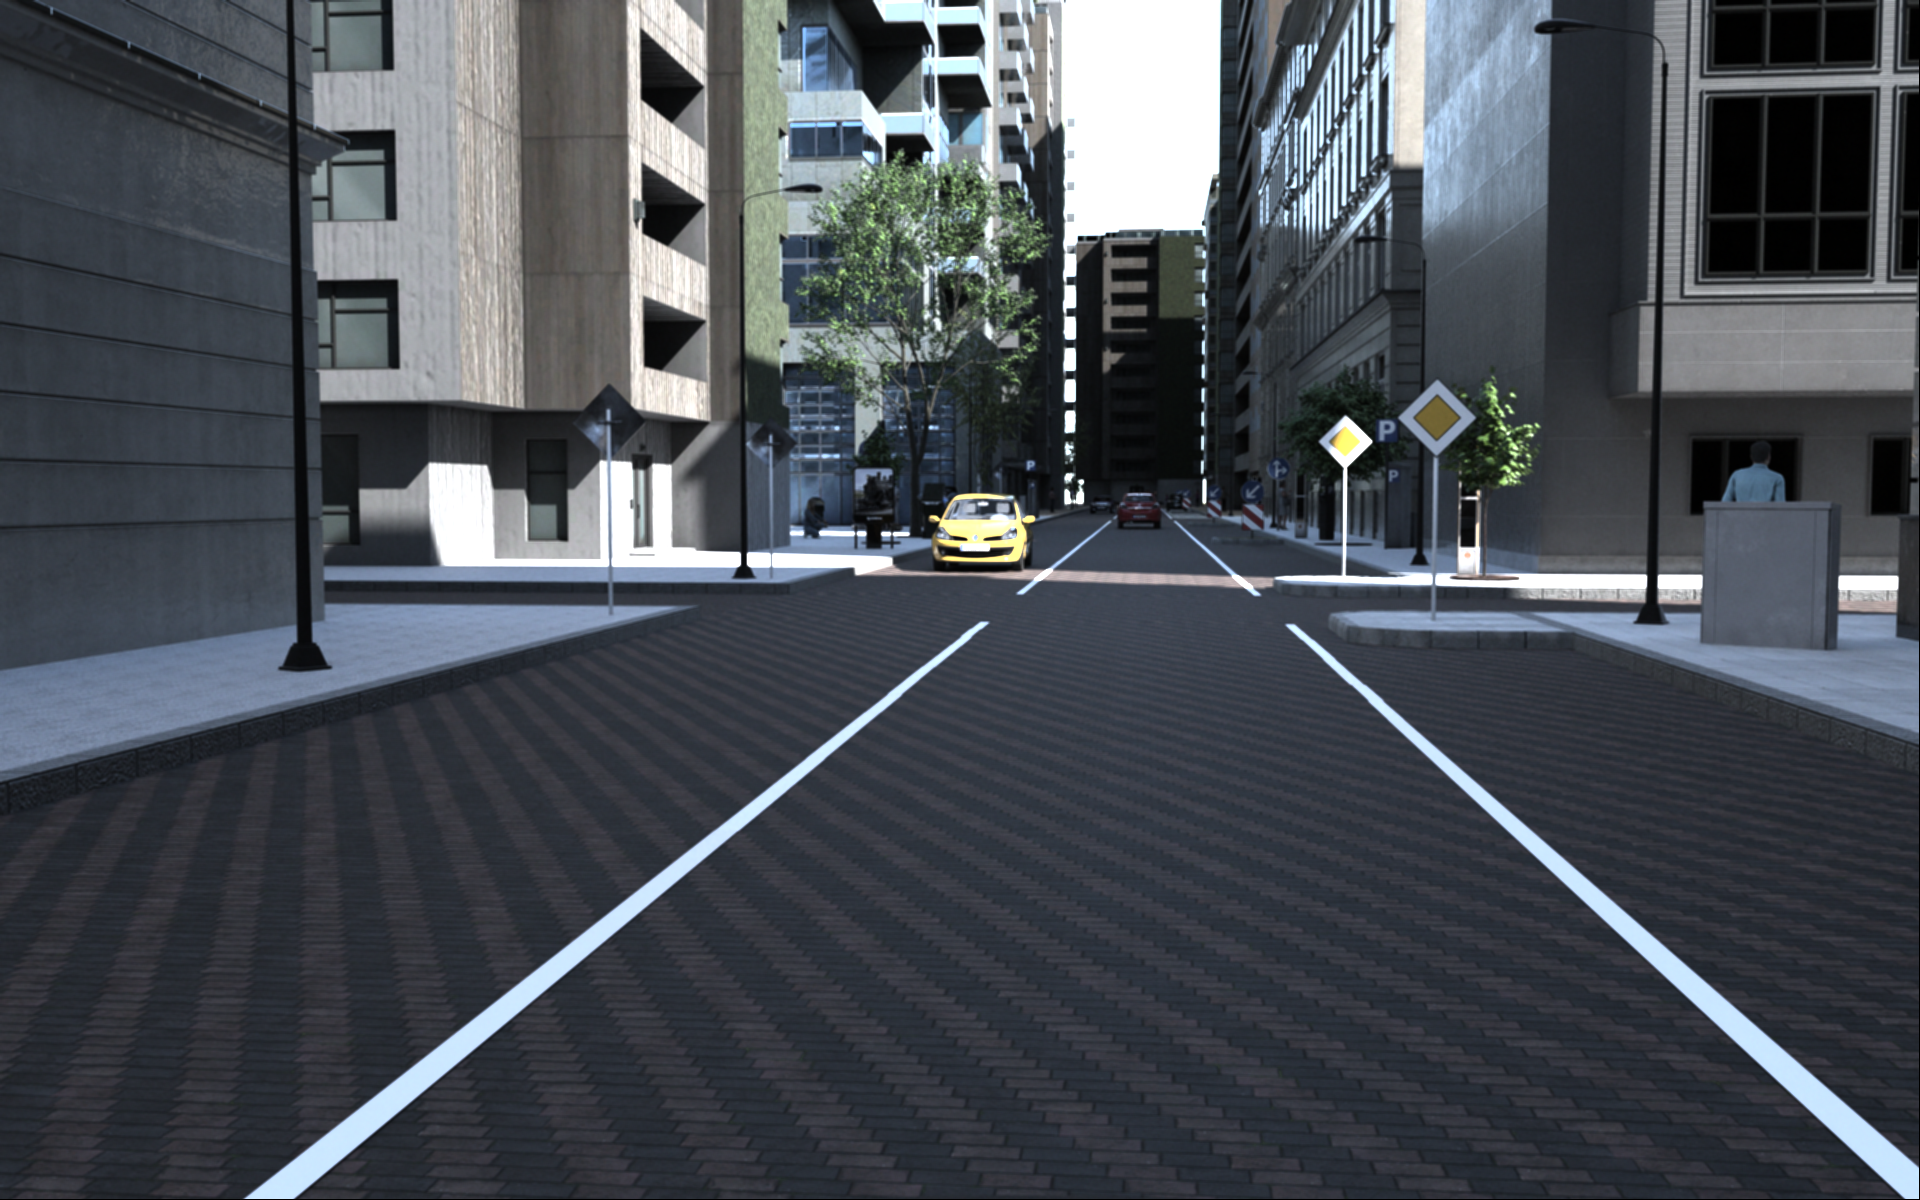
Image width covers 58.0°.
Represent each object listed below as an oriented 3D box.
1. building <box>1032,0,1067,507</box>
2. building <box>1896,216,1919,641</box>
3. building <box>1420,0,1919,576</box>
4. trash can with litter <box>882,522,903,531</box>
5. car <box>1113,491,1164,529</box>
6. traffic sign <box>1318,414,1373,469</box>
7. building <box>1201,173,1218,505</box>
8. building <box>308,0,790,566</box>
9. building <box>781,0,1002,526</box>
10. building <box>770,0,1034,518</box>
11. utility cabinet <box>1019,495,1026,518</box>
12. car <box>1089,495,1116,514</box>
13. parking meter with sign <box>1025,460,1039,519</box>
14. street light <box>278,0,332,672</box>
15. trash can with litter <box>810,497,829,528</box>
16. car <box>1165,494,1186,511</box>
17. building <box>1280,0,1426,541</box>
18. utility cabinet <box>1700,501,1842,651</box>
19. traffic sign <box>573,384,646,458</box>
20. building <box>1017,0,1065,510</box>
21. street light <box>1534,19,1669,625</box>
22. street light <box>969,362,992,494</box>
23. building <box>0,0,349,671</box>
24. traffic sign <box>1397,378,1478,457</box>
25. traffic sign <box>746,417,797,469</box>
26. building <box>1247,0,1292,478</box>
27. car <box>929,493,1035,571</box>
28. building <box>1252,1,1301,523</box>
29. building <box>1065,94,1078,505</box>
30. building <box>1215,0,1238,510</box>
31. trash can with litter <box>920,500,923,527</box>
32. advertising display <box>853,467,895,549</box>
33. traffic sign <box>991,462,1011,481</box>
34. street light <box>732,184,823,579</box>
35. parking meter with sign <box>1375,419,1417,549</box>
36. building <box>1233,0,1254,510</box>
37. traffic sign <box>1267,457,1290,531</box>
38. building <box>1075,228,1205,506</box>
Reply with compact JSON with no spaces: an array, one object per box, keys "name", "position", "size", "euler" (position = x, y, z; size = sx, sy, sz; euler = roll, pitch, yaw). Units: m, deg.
[{"name":"building","position":[-4.014,-38.177,166.200],"size":[28.212,58.520,21.231],"euler":[0,4,6]},{"name":"building","position":[12.731,-12.528,2.094],"size":[12.463,27.353,25.104],"euler":[0,4,6]},{"name":"building","position":[24.625,-12.941,30.654],"size":[30.058,24.678,14.314],"euler":[0,4,6]},{"name":"trash can with litter","position":[-2.396,-2.988,60.236],"size":[1.055,1.170,0.624],"euler":[3,5,43]},{"name":"car","position":[7.572,-3.931,73.304],"size":[2.155,1.783,4.494],"euler":[0,4,5]},{"name":"traffic sign","position":[5.660,-1.420,25.406],"size":[0.795,2.593,0.064],"euler":[0,4,6]},{"name":"building","position":[39.796,-30.931,197.610],"size":[23.993,40.220,32.217],"euler":[0,4,6]},{"name":"building","position":[-11.928,-16.172,36.116],"size":[14.160,30.474,14.107],"euler":[0,4,6]},{"name":"building","position":[-8.662,-47.083,82.473],"size":[22.319,86.520,31.000],"euler":[0,4,6]},{"name":"building","position":[-6.584,-30.476,117.892],"size":[23.786,49.044,30.456],"euler":[0,4,6]},{"name":"utility cabinet","position":[2.952,-4.312,81.655],"size":[0.306,1.237,1.020],"euler":[0,4,5]},{"name":"car","position":[10.596,-7.095,128.582],"size":[1.945,1.354,3.894],"euler":[0,4,8]},{"name":"parking meter with sign","position":[3.805,-5.738,90.082],"size":[0.543,3.016,1.738],"euler":[1,4,11]},{"name":"street light","position":[-4.259,-2.440,12.443],"size":[1.470,5.913,1.316],"euler":[0,4,6]},{"name":"trash can with litter","position":[-5.329,-3.362,66.363],"size":[0.624,1.170,1.055],"euler":[-2,4,-30]},{"name":"car","position":[18.046,-8.211,144.042],"size":[2.009,1.686,4.222],"euler":[0,4,6]},{"name":"building","position":[20.145,-13.809,59.062],"size":[16.112,22.955,30.059],"euler":[0,4,6]},{"name":"utility cabinet","position":[6.827,-0.210,14.600],"size":[1.020,1.237,0.306],"euler":[3,5,42]},{"name":"traffic sign","position":[-3.729,-0.991,18.392],"size":[0.795,2.593,0.064],"euler":[0,4,6]},{"name":"building","position":[1.151,-27.947,140.525],"size":[14.154,41.232,14.086],"euler":[0,4,6]},{"name":"street light","position":[6.321,-2.723,17.064],"size":[1.470,5.913,1.316],"euler":[0,4,6]},{"name":"street light","position":[0.890,-5.387,60.620],"size":[1.470,5.913,1.316],"euler":[0,4,6]},{"name":"building","position":[-28.587,-14.353,11.088],"size":[44.131,29.872,17.030],"euler":[0,4,6]},{"name":"traffic sign","position":[4.815,-0.934,17.465],"size":[0.795,2.593,0.064],"euler":[0,4,6]},{"name":"traffic sign","position":[-2.884,-1.477,26.332],"size":[0.795,2.593,0.064],"euler":[0,4,6]},{"name":"building","position":[25.273,-27.880,105.953],"size":[14.600,45.320,14.200],"euler":[0,4,6]},{"name":"car","position":[0.468,-1.421,33.452],"size":[2.015,1.641,3.980],"euler":[0,4,6]},{"name":"building","position":[21.553,-17.700,86.653],"size":[12.463,27.353,25.104],"euler":[0,4,6]},{"name":"building","position":[-1.820,-35.453,199.267],"size":[30.456,49.044,23.786],"euler":[0,4,6]},{"name":"building","position":[28.214,-28.071,142.553],"size":[14.154,41.232,14.086],"euler":[0,4,6]},{"name":"trash can with litter","position":[-1.634,-3.441,67.648],"size":[0.624,1.170,1.055],"euler":[0,4,0]},{"name":"advertising display","position":[-2.025,-2.167,40.650],"size":[0.974,1.923,0.123],"euler":[0,4,-7]},{"name":"traffic sign","position":[1.627,-4.290,69.881],"size":[0.795,2.593,0.064],"euler":[1,4,9]},{"name":"street light","position":[-2.753,-3.278,26.141],"size":[1.470,5.913,1.316],"euler":[0,4,6]},{"name":"parking meter with sign","position":[10.384,-2.731,40.916],"size":[0.543,3.016,1.738],"euler":[2,4,35]},{"name":"building","position":[31.097,-30.606,124.115],"size":[21.300,48.544,21.600],"euler":[0,4,6]},{"name":"traffic sign","position":[11.081,-3.681,60.284],"size":[0.768,2.556,0.104],"euler":[1,4,9]},{"name":"building","position":[19.713,-25.640,190.922],"size":[14.107,30.474,14.160],"euler":[0,4,6]}]
